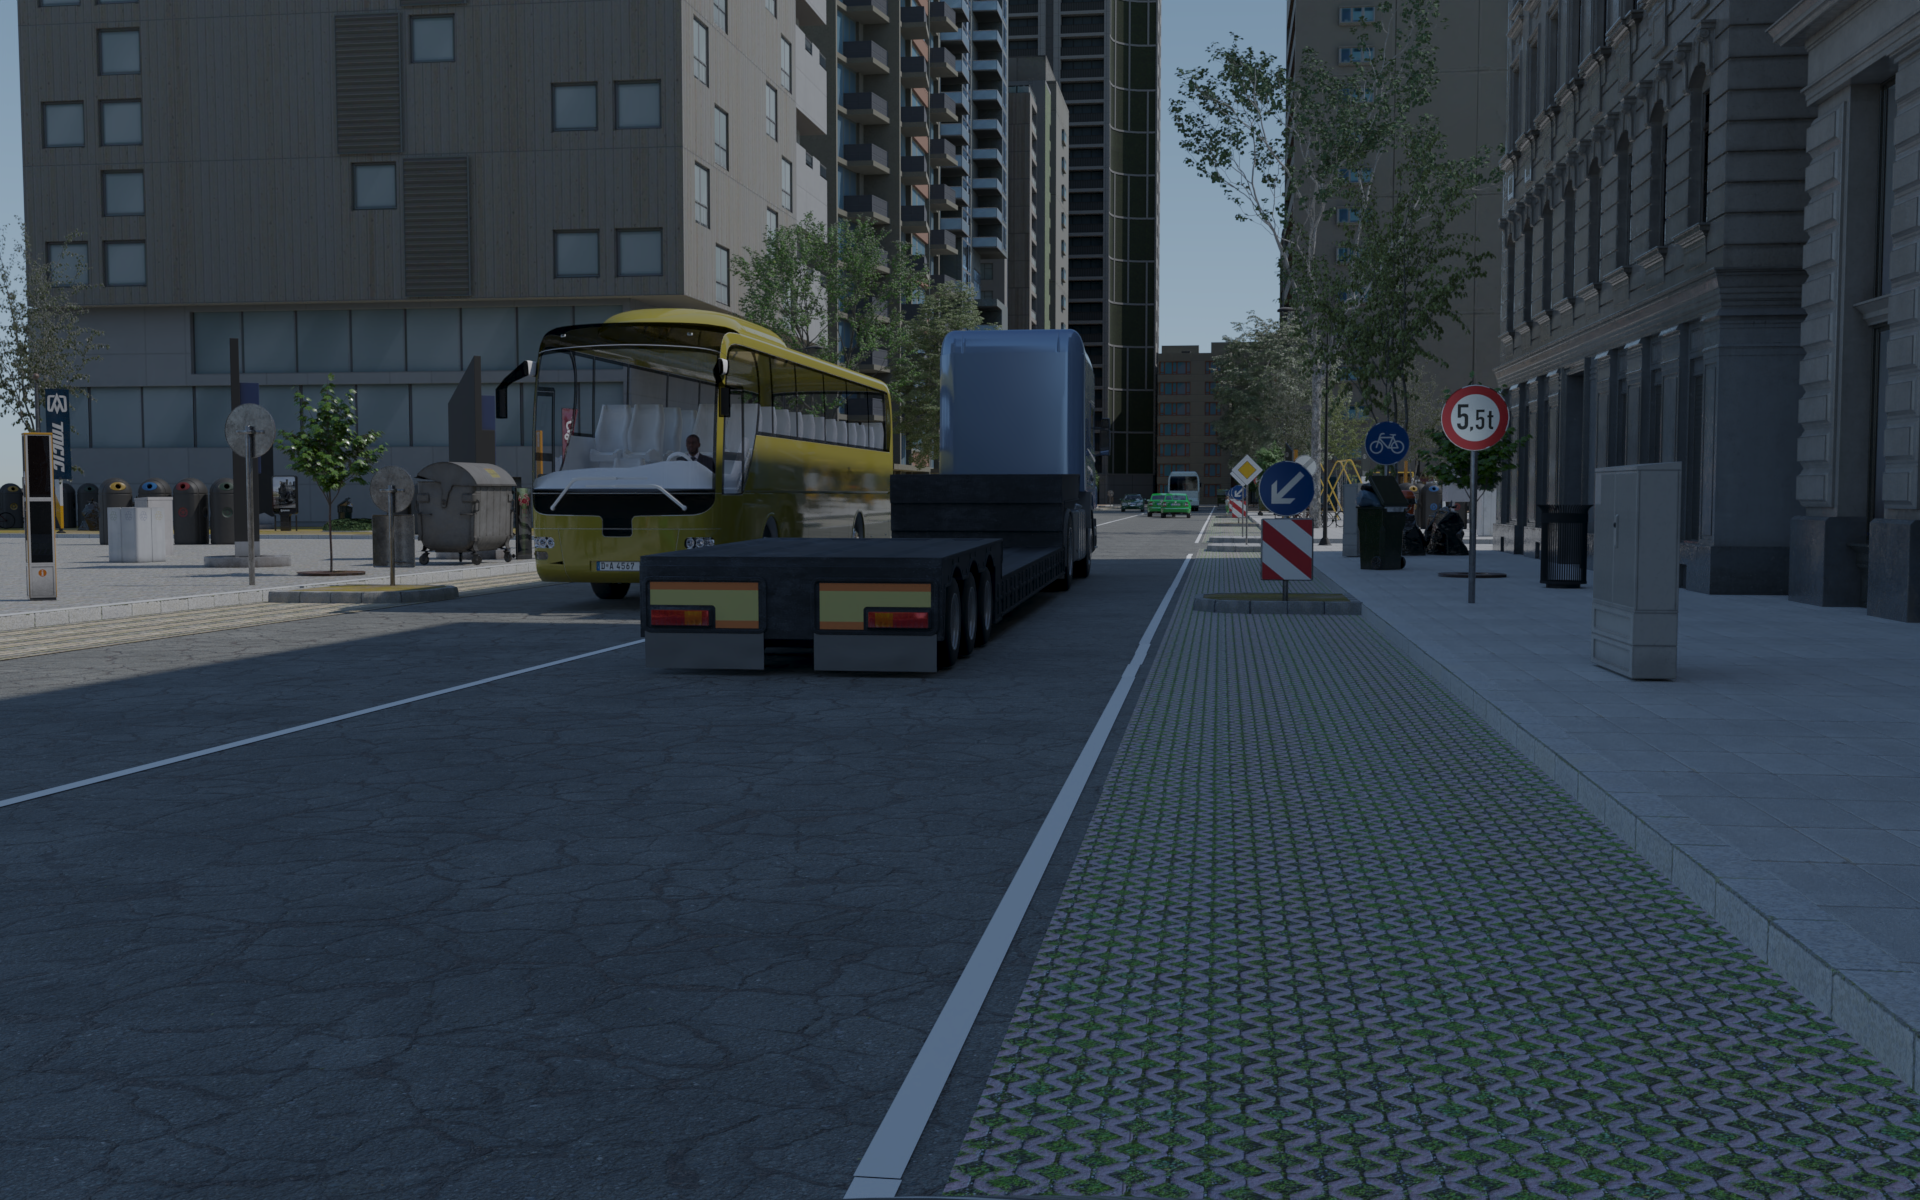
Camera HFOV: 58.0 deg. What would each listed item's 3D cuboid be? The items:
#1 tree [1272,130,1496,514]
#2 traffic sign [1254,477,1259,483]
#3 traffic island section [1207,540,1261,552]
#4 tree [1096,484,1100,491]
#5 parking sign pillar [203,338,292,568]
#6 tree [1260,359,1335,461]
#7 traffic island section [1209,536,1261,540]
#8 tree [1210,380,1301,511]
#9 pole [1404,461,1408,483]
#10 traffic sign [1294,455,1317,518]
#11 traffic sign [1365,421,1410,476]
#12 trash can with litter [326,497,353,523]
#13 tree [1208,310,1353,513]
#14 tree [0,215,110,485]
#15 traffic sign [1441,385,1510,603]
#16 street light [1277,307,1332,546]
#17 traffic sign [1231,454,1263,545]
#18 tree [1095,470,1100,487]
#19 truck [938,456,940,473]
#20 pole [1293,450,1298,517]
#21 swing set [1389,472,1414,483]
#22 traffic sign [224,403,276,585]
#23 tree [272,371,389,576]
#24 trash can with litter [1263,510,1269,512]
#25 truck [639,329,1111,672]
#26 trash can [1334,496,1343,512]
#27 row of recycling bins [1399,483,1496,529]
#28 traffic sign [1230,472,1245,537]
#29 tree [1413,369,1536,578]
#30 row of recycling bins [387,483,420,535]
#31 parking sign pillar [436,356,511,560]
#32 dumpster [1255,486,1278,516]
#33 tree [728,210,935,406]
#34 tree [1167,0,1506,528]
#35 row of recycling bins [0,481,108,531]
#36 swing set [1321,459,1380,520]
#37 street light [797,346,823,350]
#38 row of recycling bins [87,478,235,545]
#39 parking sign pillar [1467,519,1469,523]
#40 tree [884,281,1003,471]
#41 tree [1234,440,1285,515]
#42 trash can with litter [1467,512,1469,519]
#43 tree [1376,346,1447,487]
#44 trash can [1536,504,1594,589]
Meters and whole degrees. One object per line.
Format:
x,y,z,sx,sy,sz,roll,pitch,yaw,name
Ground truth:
8.458,-5.144,34.466,4.737,8.622,4.395,0,3,0,tree
19.487,-6.882,112.628,0.768,2.556,0.104,1,4,18,traffic sign
7.257,-1.313,43.754,2.009,0.180,2.903,1,4,9,traffic island section
13.705,-11.517,182.905,1.663,3.219,1.824,0,3,0,tree
-12.656,-2.581,30.664,1.447,3.967,1.447,-1,4,-22,parking sign pillar
18.320,-8.877,95.495,4.360,8.622,3.978,0,3,0,tree
8.447,-1.796,51.650,2.009,0.180,2.903,1,4,9,traffic island section
22.801,-11.980,130.291,8.767,10.594,7.601,1,4,18,tree
27.321,-6.873,106.217,0.158,3.312,0.155,0,3,0,pole
11.238,-3.448,56.473,0.768,2.556,0.104,1,4,13,traffic sign
7.490,-1.854,30.424,0.768,2.556,0.104,1,4,18,traffic sign
-22.907,-3.205,63.796,1.055,1.170,0.624,-1,4,-23,trash can with litter
21.910,-13.044,119.917,9.857,13.997,8.962,0,3,0,tree
-24.201,-5.799,45.170,4.360,8.622,3.978,0,3,0,tree
6.012,-1.234,20.274,0.768,2.556,0.104,1,4,13,traffic sign
8.580,-4.320,43.170,1.470,5.913,1.316,1,4,9,street light
7.233,-2.449,43.681,0.795,2.450,0.064,1,4,9,traffic sign
13.466,-12.467,187.553,4.285,4.588,4.351,0,3,0,tree
1.212,-4.501,62.509,2.839,4.237,11.283,0,4,7,truck
15.450,-5.259,79.829,0.158,3.312,0.155,0,3,0,pole
30.832,-7.672,123.050,3.119,2.851,2.862,1,4,10,swing set
-9.974,-1.481,24.326,0.768,2.556,0.104,1,4,9,traffic sign
-9.830,-2.004,27.369,1.663,3.219,1.824,0,3,0,tree
22.464,-6.987,125.626,1.055,1.170,0.624,1,4,13,trash can with litter
0.006,-2.014,22.692,2.967,4.110,18.799,1,4,8,truck
27.363,-6.933,125.002,0.748,1.137,0.748,0,3,0,trash can
17.669,-3.438,63.326,3.534,1.692,1.069,0,4,4,row of recycling bins
8.423,-2.932,51.577,0.795,2.450,0.064,1,4,9,traffic sign
7.965,-1.978,26.944,1.663,3.219,1.824,0,3,0,tree
-16.494,-2.924,54.912,3.534,1.692,1.069,0,4,8,row of recycling bins
-9.699,-2.810,34.412,1.447,3.967,1.447,-3,5,-39,parking sign pillar
18.191,-6.096,102.170,1.502,2.255,1.985,1,4,9,dumpster
-4.999,-8.360,62.435,9.928,11.665,9.643,0,3,0,tree
14.417,-12.684,63.278,12.611,20.169,13.585,0,3,0,tree
-34.184,-3.545,65.066,3.534,1.692,1.069,-1,4,-11,row of recycling bins
17.601,-5.014,79.594,2.862,2.851,3.119,0,4,3,swing set
-4.981,-5.006,54.386,1.470,5.913,1.316,1,4,9,street light
-20.059,-2.259,44.050,3.534,1.692,1.069,0,4,-5,row of recycling bins
22.987,-5.354,76.004,1.447,3.967,1.447,-2,4,-30,parking sign pillar
-0.699,-10.678,92.715,7.486,12.596,7.792,0,3,0,tree
19.113,-7.444,105.423,4.285,4.588,4.351,0,3,0,tree
27.598,-4.841,90.202,2.233,1.210,1.678,1,4,14,trash can with litter
22.385,-8.243,85.133,4.360,8.622,3.978,0,3,0,tree
8.257,-0.735,23.677,0.748,1.137,0.748,0,3,0,trash can
